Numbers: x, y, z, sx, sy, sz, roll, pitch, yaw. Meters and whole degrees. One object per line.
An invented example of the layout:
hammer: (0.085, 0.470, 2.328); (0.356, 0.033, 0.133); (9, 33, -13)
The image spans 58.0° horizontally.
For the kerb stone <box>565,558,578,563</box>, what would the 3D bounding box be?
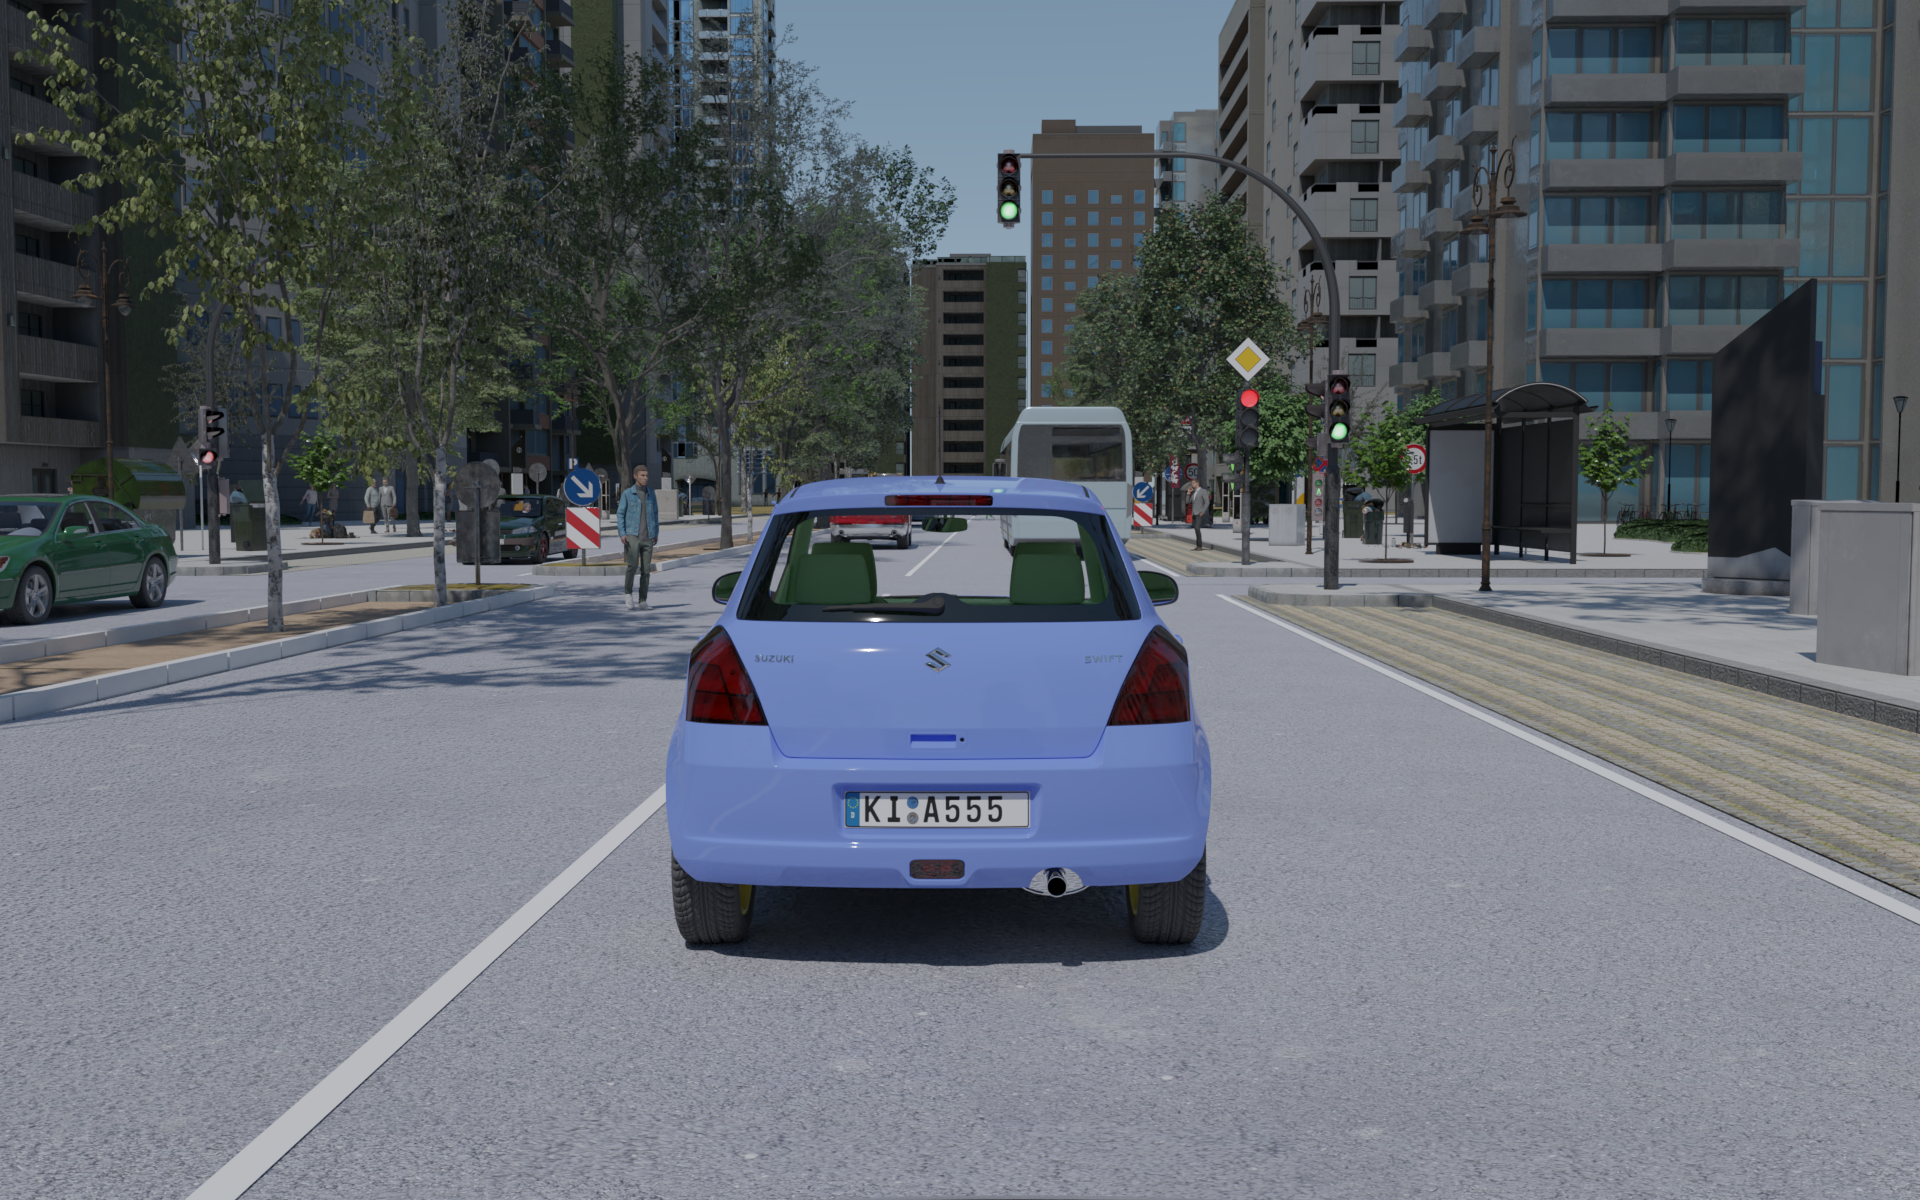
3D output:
kerb stone: (-7.653, -0.695, 33.641); (0.120, 0.150, 1.000); (0, 4, 1)

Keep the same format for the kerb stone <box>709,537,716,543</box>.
kerb stone: (-7.275, -1.699, 50.037); (0.120, 0.150, 1.000); (0, 4, 1)

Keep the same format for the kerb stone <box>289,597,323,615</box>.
kerb stone: (-7.947, 0.089, 20.813); (0.120, 0.150, 1.000); (0, 4, 1)

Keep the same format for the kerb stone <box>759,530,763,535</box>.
kerb stone: (-7.054, -2.328, 60.264); (0.120, 0.150, 1.000); (0, 4, 1)

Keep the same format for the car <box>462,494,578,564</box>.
car: (-9.313, -1.641, 36.610); (2.009, 1.686, 4.222); (0, 4, 2)

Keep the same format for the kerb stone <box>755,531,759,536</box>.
kerb stone: (-7.080, -2.266, 59.242); (0.120, 0.150, 1.000); (0, 4, 1)

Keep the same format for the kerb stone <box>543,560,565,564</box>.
kerb stone: (-7.671, -0.632, 32.609); (0.120, 0.150, 1.000); (0, 4, 1)

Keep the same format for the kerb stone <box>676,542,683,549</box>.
kerb stone: (-7.400, -1.390, 44.927); (0.120, 0.150, 1.000); (0, 4, 1)

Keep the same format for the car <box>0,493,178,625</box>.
car: (-11.039, -0.531, 20.472); (2.131, 1.459, 4.920); (0, 3, 0)

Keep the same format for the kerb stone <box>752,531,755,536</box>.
kerb stone: (-7.101, -2.199, 58.220); (0.120, 0.150, 1.000); (0, 4, 1)

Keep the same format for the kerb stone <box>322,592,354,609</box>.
kerb stone: (-7.919, 0.022, 21.837); (0.120, 0.150, 1.000); (0, 4, 1)

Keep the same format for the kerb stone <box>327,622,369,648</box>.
kerb stone: (-5.934, 0.342, 16.608); (0.120, 0.150, 1.000); (0, 4, 1)

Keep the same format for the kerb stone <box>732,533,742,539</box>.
kerb stone: (-7.169, -2.016, 55.154); (0.120, 0.150, 1.000); (0, 4, 1)

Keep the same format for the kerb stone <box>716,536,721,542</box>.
kerb stone: (-7.259, -1.765, 51.059); (0.120, 0.150, 1.000); (0, 4, 1)

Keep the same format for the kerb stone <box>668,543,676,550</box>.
kerb stone: (-7.422, -1.328, 43.905); (0.120, 0.150, 1.000); (0, 4, 1)

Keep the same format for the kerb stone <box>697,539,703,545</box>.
kerb stone: (-7.332, -1.574, 47.994); (0.120, 0.150, 1.000); (0, 4, 1)

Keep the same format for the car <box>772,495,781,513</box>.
car: (-7.779, -4.356, 80.820); (1.945, 1.707, 3.694); (0, 4, 0)

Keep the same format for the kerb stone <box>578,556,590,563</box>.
kerb stone: (-7.632, -0.755, 34.663); (0.120, 0.150, 1.000); (0, 4, 1)

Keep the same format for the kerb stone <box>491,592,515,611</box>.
kerb stone: (-5.815, 0.028, 21.750); (0.120, 0.150, 1.000); (0, 4, 1)

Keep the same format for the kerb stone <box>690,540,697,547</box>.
kerb stone: (-7.349, -1.515, 46.971); (0.120, 0.150, 1.000); (0, 4, 1)

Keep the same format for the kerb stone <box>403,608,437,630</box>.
kerb stone: (-5.882, 0.217, 18.653); (0.120, 0.150, 1.000); (0, 4, 1)

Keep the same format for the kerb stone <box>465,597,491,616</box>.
kerb stone: (-5.845, 0.090, 20.719); (0.120, 0.150, 1.000); (0, 4, 1)

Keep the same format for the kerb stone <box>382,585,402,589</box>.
kerb stone: (-7.875, -0.104, 23.897); (0.120, 0.150, 1.000); (0, 4, 1)

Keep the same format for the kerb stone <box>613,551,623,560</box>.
kerb stone: (-7.563, -0.951, 37.751); (0.120, 0.150, 1.000); (0, 4, 1)

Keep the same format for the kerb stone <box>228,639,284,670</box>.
kerb stone: (-5.975, 0.467, 14.559); (0.120, 0.150, 1.000); (0, 4, 1)

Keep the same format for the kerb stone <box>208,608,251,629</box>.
kerb stone: (-7.983, 0.211, 18.755); (0.120, 0.150, 1.000); (0, 4, 1)

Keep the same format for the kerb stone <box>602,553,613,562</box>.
kerb stone: (-7.578, -0.889, 36.723); (0.120, 0.150, 1.000); (0, 4, 1)

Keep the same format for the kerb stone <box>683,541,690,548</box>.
kerb stone: (-7.375, -1.453, 45.949); (0.120, 0.150, 1.000); (0, 4, 1)

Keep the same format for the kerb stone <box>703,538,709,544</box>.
kerb stone: (-7.309, -1.640, 49.015); (0.120, 0.150, 1.000); (0, 4, 1)

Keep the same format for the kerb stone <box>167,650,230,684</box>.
kerb stone: (-6.006, 0.530, 13.534); (0.120, 0.150, 1.000); (0, 4, 1)

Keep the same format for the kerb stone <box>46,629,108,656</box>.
kerb stone: (-8.053, 0.399, 15.675); (0.120, 0.150, 1.000); (0, 4, 1)

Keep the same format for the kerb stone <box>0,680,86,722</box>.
kerb stone: (-6.046, 0.655, 11.491); (0.120, 0.150, 1.000); (0, 4, 1)

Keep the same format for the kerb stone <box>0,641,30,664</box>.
kerb stone: (-8.080, 0.461, 14.654); (0.120, 0.150, 1.000); (0, 4, 1)

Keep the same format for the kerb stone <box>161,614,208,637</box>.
kerb stone: (-8.013, 0.274, 17.722); (0.120, 0.150, 1.000); (0, 4, 1)

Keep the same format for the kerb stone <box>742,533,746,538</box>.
kerb stone: (-7.150, -2.078, 56.176); (0.120, 0.150, 1.000); (0, 4, 1)

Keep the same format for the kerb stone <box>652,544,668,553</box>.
kerb stone: (-7.439, -1.265, 42.883); (0.120, 0.150, 1.000); (0, 4, 1)

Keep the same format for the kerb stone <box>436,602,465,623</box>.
kerb stone: (-5.865, 0.154, 19.681); (0.120, 0.150, 1.000); (0, 4, 1)

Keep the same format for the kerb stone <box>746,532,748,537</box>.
kerb stone: (-7.115, -2.141, 57.198); (0.120, 0.150, 1.000); (0, 4, 1)

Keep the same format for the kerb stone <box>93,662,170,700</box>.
kerb stone: (-6.027, 0.592, 12.512); (0.120, 0.150, 1.000); (0, 4, 1)

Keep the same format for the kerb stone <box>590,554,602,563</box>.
kerb stone: (-7.606, -0.826, 35.701); (0.120, 0.150, 1.000); (0, 4, 1)

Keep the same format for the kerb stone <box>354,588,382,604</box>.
kerb stone: (-7.898, -0.040, 22.862); (0.120, 0.150, 1.000); (0, 4, 1)

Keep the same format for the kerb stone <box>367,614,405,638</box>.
kerb stone: (-5.911, 0.280, 17.630); (0.120, 0.150, 1.000); (0, 4, 1)

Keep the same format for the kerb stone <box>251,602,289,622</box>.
kerb stone: (-7.958, 0.148, 19.788); (0.120, 0.150, 1.000); (0, 4, 1)

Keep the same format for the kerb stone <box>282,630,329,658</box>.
kerb stone: (-5.956, 0.406, 15.586); (0.120, 0.150, 1.000); (0, 4, 1)

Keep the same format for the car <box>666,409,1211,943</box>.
car: (-0.063, 0.169, 6.821); (1.945, 1.707, 3.694); (0, 3, 0)

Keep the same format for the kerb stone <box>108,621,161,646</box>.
kerb stone: (-8.027, 0.336, 16.700); (0.120, 0.150, 1.000); (0, 4, 1)
